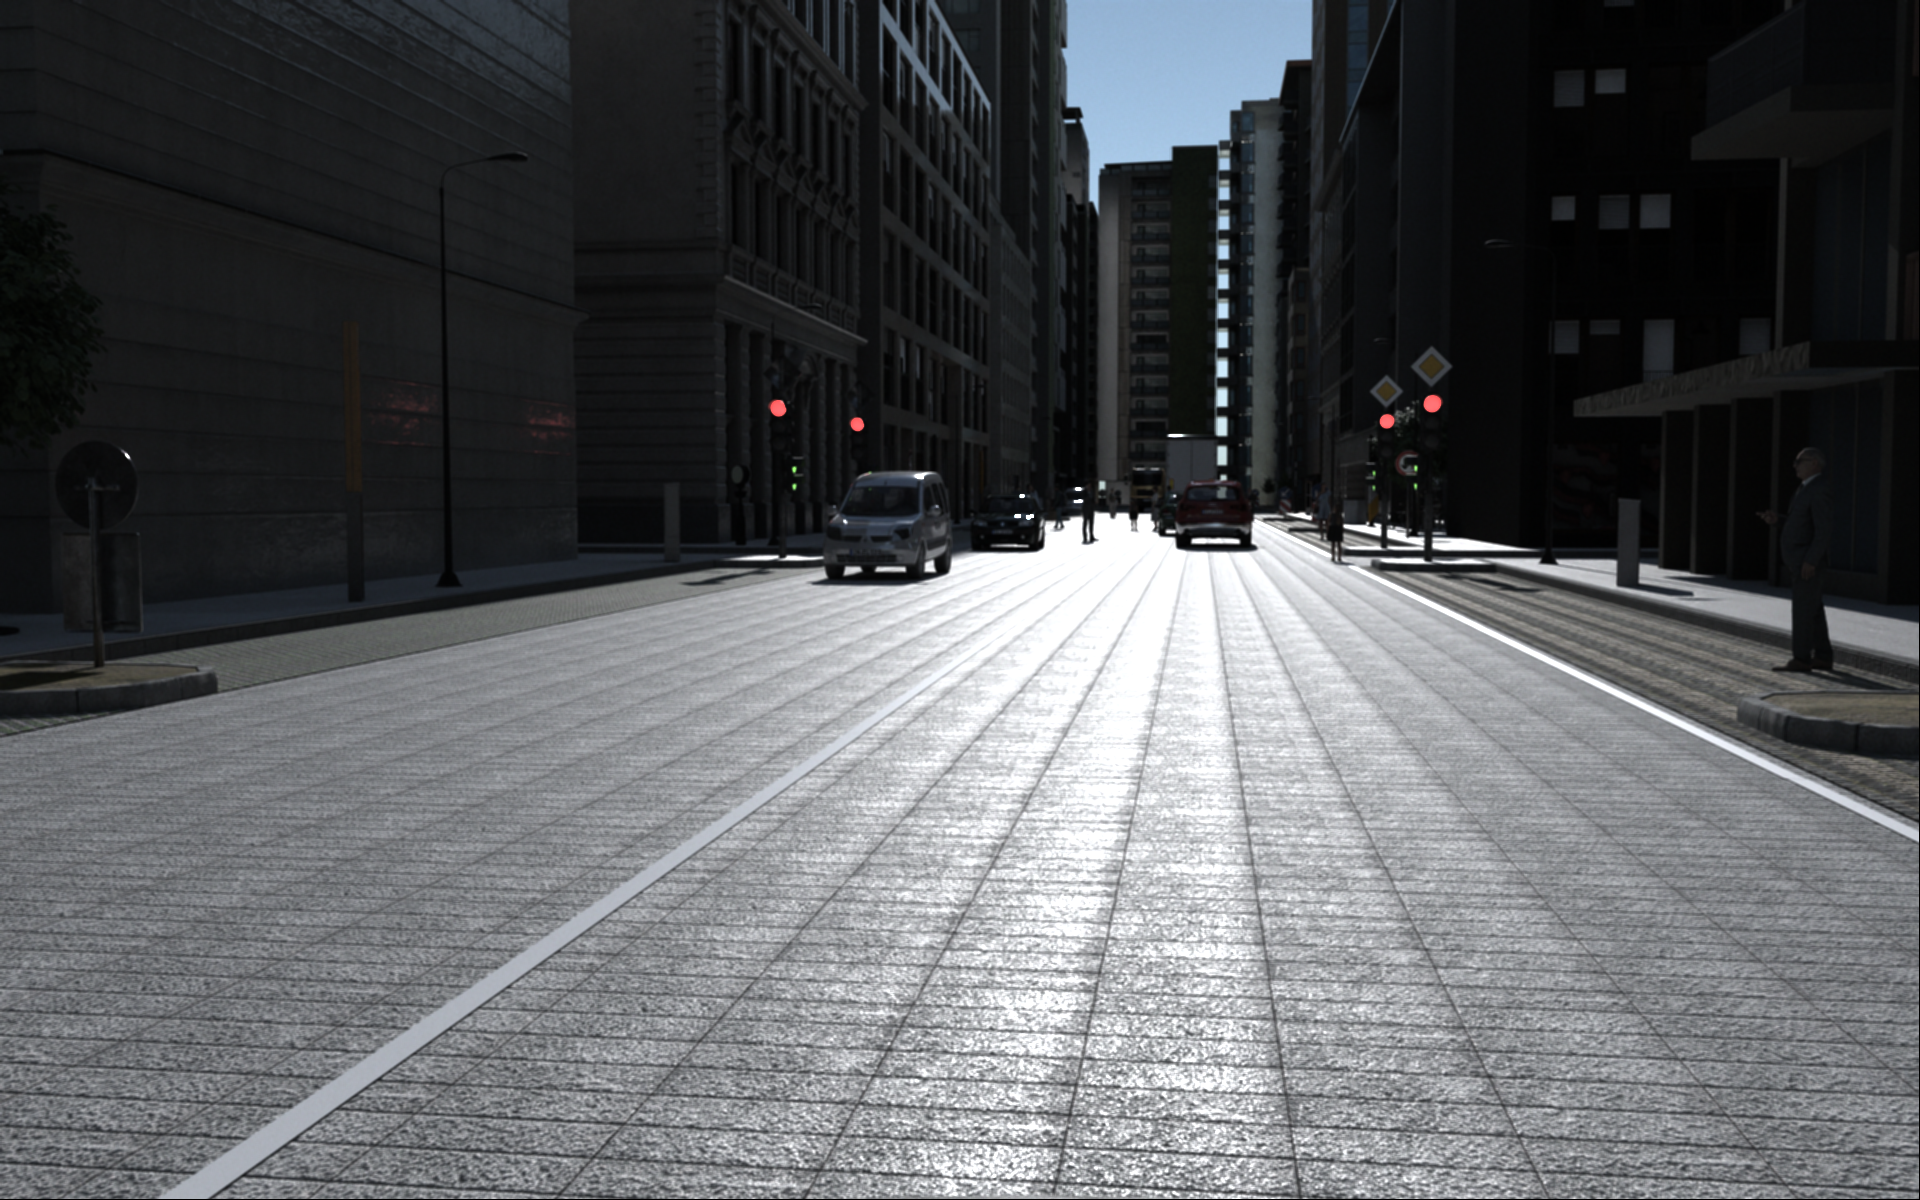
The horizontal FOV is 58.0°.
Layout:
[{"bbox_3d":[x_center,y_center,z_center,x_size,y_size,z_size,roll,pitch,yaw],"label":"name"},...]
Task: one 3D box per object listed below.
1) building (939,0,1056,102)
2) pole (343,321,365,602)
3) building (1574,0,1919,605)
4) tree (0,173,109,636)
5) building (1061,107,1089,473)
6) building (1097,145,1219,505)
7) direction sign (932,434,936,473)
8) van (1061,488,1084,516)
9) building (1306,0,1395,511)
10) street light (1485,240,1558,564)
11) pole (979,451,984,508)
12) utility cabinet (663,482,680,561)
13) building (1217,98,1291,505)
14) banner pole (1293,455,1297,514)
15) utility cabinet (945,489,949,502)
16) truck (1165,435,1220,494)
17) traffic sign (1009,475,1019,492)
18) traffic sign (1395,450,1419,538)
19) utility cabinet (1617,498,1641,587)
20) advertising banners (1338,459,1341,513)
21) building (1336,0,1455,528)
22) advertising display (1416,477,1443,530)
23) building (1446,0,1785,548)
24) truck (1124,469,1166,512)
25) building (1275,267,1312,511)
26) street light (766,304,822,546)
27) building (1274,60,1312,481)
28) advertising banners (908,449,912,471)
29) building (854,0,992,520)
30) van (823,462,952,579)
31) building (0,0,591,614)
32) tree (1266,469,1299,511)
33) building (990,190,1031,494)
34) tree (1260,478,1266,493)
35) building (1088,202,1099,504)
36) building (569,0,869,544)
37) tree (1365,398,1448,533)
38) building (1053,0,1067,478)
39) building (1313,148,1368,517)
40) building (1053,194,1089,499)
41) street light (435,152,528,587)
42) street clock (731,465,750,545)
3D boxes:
[{"bbox_3d":[-0.718,-26.987,124.831,14.154,41.232,14.086,0,4,8],"label":"building"},{"bbox_3d":[-7.201,-1.635,20.570,0.158,3.312,0.155,0,3,0],"label":"pole"},{"bbox_3d":[19.894,-22.034,14.888,22.147,44.769,28.867,0,4,8],"label":"building"},{"bbox_3d":[-9.412,-1.956,15.699,4.285,4.588,4.351,0,3,0],"label":"tree"},{"bbox_3d":[6.676,-30.738,186.159,14.086,41.232,14.154,0,4,8],"label":"building"},{"bbox_3d":[23.610,-32.001,206.803,14.086,41.232,14.154,0,4,8],"label":"building"},{"bbox_3d":[-0.981,-4.532,66.097,0.379,3.537,0.876,0,4,-8],"label":"direction sign"},{"bbox_3d":[7.613,-6.569,114.421,2.013,2.044,4.112,0,4,7],"label":"van"},{"bbox_3d":[32.338,-28.927,123.065,14.600,45.320,14.200,0,4,8],"label":"building"},{"bbox_3d":[10.299,-3.624,31.796,1.470,5.913,1.316,0,4,8],"label":"street light"},{"bbox_3d":[1.009,-5.378,81.778,0.158,3.312,0.155,0,3,0],"label":"pole"},{"bbox_3d":[-5.513,-1.493,33.085,0.318,1.500,1.173,-1,4,-9],"label":"utility cabinet"},{"bbox_3d":[46.319,-35.999,208.197,30.456,49.044,23.786,0,4,8],"label":"building"},{"bbox_3d":[21.512,-7.414,111.231,0.401,3.779,0.863,0,4,-7],"label":"banner pole"},{"bbox_3d":[-0.932,-3.687,68.965,0.318,1.500,1.173,3,4,36],"label":"utility cabinet"},{"bbox_3d":[11.851,-6.073,88.211,2.839,4.237,11.283,1,4,8],"label":"truck"},{"bbox_3d":[2.948,-5.659,94.651,0.606,2.300,0.079,1,4,15],"label":"traffic sign"},{"bbox_3d":[13.053,-3.078,50.424,0.768,2.556,0.104,1,4,11],"label":"traffic sign"},{"bbox_3d":[9.459,-0.814,24.469,0.306,1.237,1.020,1,4,22],"label":"utility cabinet"},{"bbox_3d":[16.774,-4.917,76.577,0.090,3.025,2.074,1,4,10],"label":"advertising banners"},{"bbox_3d":[25.468,-15.855,78.290,14.314,24.678,30.058,0,4,8],"label":"building"},{"bbox_3d":[16.649,-3.449,61.600,0.974,1.923,0.123,1,4,21],"label":"advertising display"},{"bbox_3d":[21.978,-13.201,45.517,15.834,23.373,12.332,0,4,8],"label":"building"},{"bbox_3d":[14.778,-8.522,135.254,3.469,3.379,9.791,1,4,9],"label":"truck"},{"bbox_3d":[41.081,-18.326,144.673,27.650,21.520,28.899,0,4,8],"label":"building"},{"bbox_3d":[-4.069,-4.287,42.637,1.470,5.913,1.316,0,4,8],"label":"street light"},{"bbox_3d":[42.996,-31.700,172.920,22.147,44.769,28.867,0,4,8],"label":"building"},{"bbox_3d":[-2.112,-4.309,66.644,0.090,3.025,2.074,1,4,14],"label":"advertising banners"},{"bbox_3d":[-10.136,-16.971,81.988,19.350,26.468,34.151,0,4,8],"label":"building"},{"bbox_3d":[-1.226,-1.439,30.539,2.013,2.044,4.112,1,4,9],"label":"van"},{"bbox_3d":[-29.830,-15.406,28.302,44.131,29.872,17.030,0,4,8],"label":"building"},{"bbox_3d":[24.701,-8.379,131.606,1.663,3.219,1.824,0,3,0],"label":"tree"},{"bbox_3d":[-1.645,-15.421,106.887,10.420,20.320,16.860,0,4,8],"label":"building"},{"bbox_3d":[30.006,-10.664,168.955,1.663,3.219,1.824,0,3,0],"label":"tree"},{"bbox_3d":[5.871,-32.203,218.392,23.993,40.220,32.217,0,4,8],"label":"building"},{"bbox_3d":[-9.694,-13.750,53.687,11.050,23.489,19.941,0,4,8],"label":"building"},{"bbox_3d":[15.287,-4.544,58.000,4.285,4.588,4.351,0,3,0],"label":"tree"},{"bbox_3d":[-5.233,-34.056,146.052,28.713,52.752,27.495,0,4,8],"label":"building"},{"bbox_3d":[27.351,-16.821,103.903,11.050,23.489,19.941,0,4,8],"label":"building"},{"bbox_3d":[4.866,-24.151,166.574,14.160,30.474,14.107,0,4,8],"label":"building"},{"bbox_3d":[-6.559,-3.134,23.777,1.470,5.913,1.316,0,4,8],"label":"street light"},{"bbox_3d":[-5.488,-2.370,43.317,0.471,2.002,0.358,3,5,41],"label":"street clock"}]
